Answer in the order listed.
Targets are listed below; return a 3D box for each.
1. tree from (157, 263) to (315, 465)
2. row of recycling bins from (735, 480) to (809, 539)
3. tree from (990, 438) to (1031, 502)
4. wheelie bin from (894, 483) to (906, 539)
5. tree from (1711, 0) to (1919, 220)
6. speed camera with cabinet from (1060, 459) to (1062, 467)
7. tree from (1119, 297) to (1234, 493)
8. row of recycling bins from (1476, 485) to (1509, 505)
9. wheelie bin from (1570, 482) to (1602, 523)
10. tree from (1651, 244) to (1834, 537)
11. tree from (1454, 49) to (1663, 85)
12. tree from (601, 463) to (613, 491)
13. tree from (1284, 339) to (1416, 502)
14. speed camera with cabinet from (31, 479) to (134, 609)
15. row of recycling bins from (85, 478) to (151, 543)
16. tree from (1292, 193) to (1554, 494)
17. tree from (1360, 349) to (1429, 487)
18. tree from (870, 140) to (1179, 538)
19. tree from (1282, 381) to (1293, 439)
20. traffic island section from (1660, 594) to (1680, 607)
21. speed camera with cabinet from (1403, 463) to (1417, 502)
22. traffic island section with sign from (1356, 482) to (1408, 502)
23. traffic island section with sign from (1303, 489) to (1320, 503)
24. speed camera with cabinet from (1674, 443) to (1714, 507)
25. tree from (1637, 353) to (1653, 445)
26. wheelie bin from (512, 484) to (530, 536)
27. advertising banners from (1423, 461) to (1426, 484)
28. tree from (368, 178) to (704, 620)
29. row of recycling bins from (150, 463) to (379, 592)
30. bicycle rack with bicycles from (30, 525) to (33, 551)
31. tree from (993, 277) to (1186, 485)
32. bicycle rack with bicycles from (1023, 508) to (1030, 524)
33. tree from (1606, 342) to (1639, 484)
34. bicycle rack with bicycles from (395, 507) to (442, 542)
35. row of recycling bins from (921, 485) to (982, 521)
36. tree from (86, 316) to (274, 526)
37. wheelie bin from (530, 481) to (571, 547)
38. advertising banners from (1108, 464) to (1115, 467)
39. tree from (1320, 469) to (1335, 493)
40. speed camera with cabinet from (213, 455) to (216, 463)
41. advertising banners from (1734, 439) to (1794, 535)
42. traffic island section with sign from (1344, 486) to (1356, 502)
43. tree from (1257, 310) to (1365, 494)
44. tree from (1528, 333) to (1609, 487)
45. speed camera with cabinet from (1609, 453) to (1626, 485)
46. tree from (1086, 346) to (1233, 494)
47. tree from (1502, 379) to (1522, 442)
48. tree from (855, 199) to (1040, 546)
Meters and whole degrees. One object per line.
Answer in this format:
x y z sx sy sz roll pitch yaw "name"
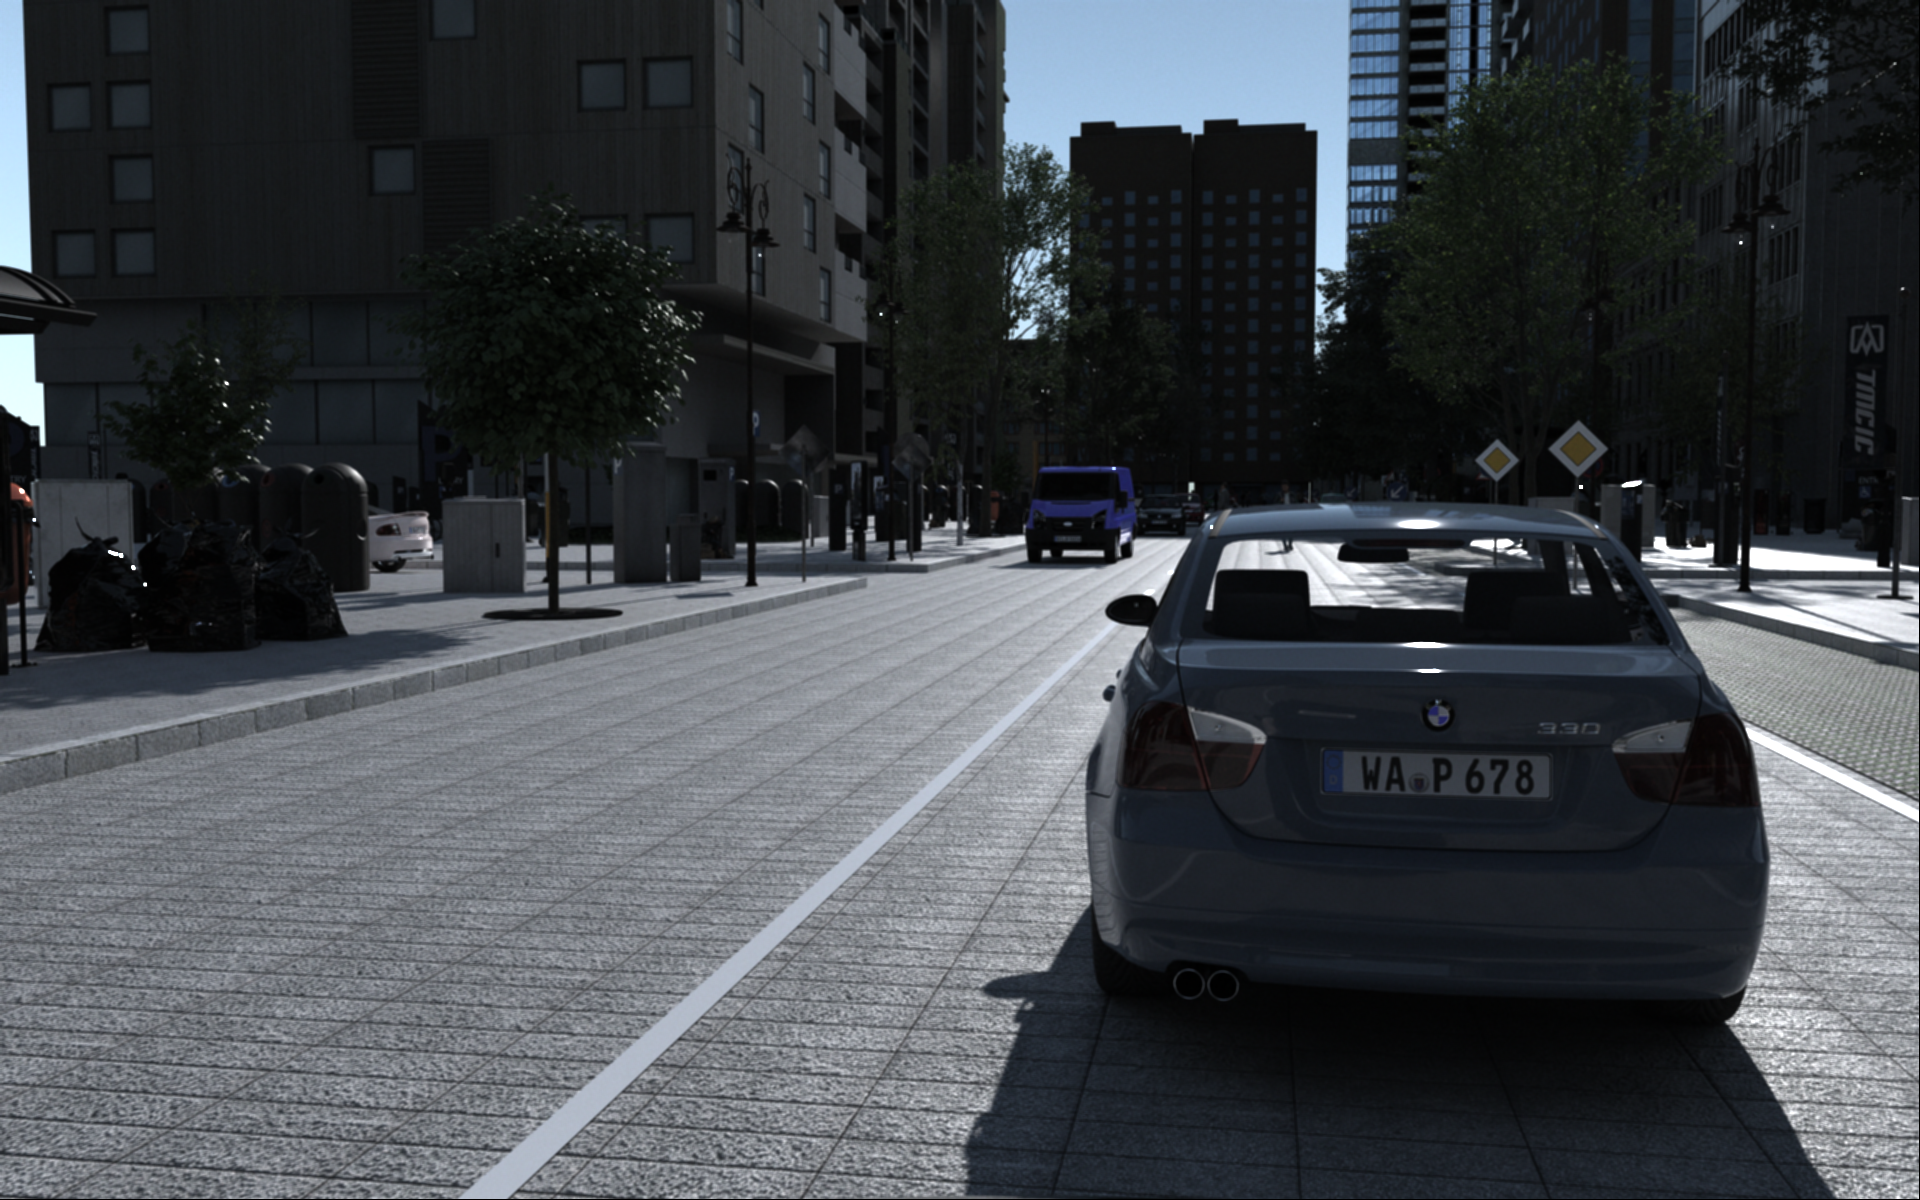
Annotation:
-22.571 -6.372 54.537 4.737 8.622 4.395 0 3 0 "tree"
-5.937 -2.631 50.126 3.534 1.692 1.069 2 4 26 "row of recycling bins"
1.676 -3.977 59.628 1.663 3.219 1.824 0 3 0 "tree"
-1.612 -2.522 49.142 0.980 1.594 0.693 -3 4 -37 "wheelie bin"
9.171 -4.765 12.326 7.601 10.594 8.767 1 4 20 "tree"
5.612 -6.436 99.571 0.660 3.252 2.038 0 4 3 "speed camera with cabinet"
20.411 -19.187 169.593 12.611 20.169 13.585 0 3 0 "tree"
22.519 -4.213 76.000 3.534 1.692 1.069 1 4 17 "row of recycling bins"
16.117 -2.241 44.542 0.980 1.594 0.693 -3 5 -42 "wheelie bin"
23.015 -6.141 50.769 4.737 8.622 4.395 0 3 0 "tree"
13.436 -6.993 40.088 9.928 11.665 9.643 0 3 0 "tree"
-11.560 -3.960 59.348 1.663 3.219 1.824 0 3 0 "tree"
28.576 -12.718 124.945 9.611 12.733 9.660 0 3 0 "tree"
-10.416 -1.530 19.351 2.038 3.252 0.660 -2 4 -32 "speed camera with cabinet"
-21.391 -2.351 45.549 3.534 1.692 1.069 -1 4 -17 "row of recycling bins"
19.383 -10.067 71.258 9.857 13.997 8.962 0 3 0 "tree"
21.996 -8.349 86.872 4.737 8.622 4.395 0 3 0 "tree"
0.917 -7.661 51.009 9.928 11.665 9.643 0 3 0 "tree"
31.732 -14.505 143.818 9.857 13.997 8.962 0 3 0 "tree"
8.340 -0.071 23.438 2.009 0.180 2.903 1 4 10 "traffic island section"
26.408 -6.586 102.012 2.038 3.252 0.660 -3 5 -40 "speed camera with cabinet"
13.949 -2.897 55.993 1.989 1.847 2.006 1 4 10 "traffic island section with sign"
27.060 -7.578 132.524 1.989 1.847 2.006 1 4 10 "traffic island section with sign"
28.365 -4.386 66.044 2.038 3.252 0.660 0 4 -2 "speed camera with cabinet"
26.417 -6.731 60.421 4.737 8.622 4.395 0 3 0 "tree"
-13.171 -2.729 52.524 0.980 1.594 0.693 1 4 14 "wheelie bin"
23.080 -5.329 83.318 2.074 3.025 0.090 -1 4 -17 "advertising banners"
-4.374 -2.106 18.152 4.285 4.588 4.351 0 3 0 "tree"
-9.425 -1.012 23.666 3.534 1.692 1.069 2 4 31 "row of recycling bins"
-21.046 -1.560 38.888 2.852 0.926 2.925 0 4 -4 "bicycle rack with bicycles"
4.869 -8.325 70.532 8.767 10.594 7.601 2 4 25 "tree"
3.151 -3.673 73.434 2.852 0.926 2.925 -2 4 -28 "bicycle rack with bicycles"
28.881 -7.239 68.724 4.737 8.622 4.395 0 3 0 "tree"
-15.153 -2.015 46.325 2.852 0.926 2.925 3 5 40 "bicycle rack with bicycles"
-0.550 -4.651 83.160 3.534 1.692 1.069 0 4 7 "row of recycling bins"
-8.306 -1.488 18.936 1.663 3.219 1.824 0 3 0 "tree"
-9.887 -2.099 42.229 0.693 1.594 0.980 -3 4 -37 "wheelie bin"
8.397 -6.519 102.773 0.090 3.025 2.074 -3 5 -42 "advertising banners"
35.608 -13.229 166.659 4.360 8.622 3.978 0 3 0 "tree"
-24.070 -3.879 57.759 2.038 3.252 0.660 0 4 -1 "speed camera with cabinet"
25.192 -3.557 54.344 0.090 3.025 2.074 -2 4 -31 "advertising banners"
18.537 -4.537 82.810 1.989 1.847 2.006 1 4 10 "traffic island section with sign"
37.029 -19.725 178.386 12.611 20.169 13.585 0 3 0 "tree"
28.326 -7.842 78.582 4.737 8.622 4.395 0 3 0 "tree"
30.603 -5.371 82.150 2.038 3.252 0.660 -2 4 -24 "speed camera with cabinet"
15.449 -13.912 137.823 12.009 13.543 11.850 0 3 0 "tree"
32.352 -8.998 97.485 4.737 8.622 4.395 0 3 0 "tree"
-0.240 -5.651 42.756 4.737 8.622 4.395 0 3 0 "tree"
